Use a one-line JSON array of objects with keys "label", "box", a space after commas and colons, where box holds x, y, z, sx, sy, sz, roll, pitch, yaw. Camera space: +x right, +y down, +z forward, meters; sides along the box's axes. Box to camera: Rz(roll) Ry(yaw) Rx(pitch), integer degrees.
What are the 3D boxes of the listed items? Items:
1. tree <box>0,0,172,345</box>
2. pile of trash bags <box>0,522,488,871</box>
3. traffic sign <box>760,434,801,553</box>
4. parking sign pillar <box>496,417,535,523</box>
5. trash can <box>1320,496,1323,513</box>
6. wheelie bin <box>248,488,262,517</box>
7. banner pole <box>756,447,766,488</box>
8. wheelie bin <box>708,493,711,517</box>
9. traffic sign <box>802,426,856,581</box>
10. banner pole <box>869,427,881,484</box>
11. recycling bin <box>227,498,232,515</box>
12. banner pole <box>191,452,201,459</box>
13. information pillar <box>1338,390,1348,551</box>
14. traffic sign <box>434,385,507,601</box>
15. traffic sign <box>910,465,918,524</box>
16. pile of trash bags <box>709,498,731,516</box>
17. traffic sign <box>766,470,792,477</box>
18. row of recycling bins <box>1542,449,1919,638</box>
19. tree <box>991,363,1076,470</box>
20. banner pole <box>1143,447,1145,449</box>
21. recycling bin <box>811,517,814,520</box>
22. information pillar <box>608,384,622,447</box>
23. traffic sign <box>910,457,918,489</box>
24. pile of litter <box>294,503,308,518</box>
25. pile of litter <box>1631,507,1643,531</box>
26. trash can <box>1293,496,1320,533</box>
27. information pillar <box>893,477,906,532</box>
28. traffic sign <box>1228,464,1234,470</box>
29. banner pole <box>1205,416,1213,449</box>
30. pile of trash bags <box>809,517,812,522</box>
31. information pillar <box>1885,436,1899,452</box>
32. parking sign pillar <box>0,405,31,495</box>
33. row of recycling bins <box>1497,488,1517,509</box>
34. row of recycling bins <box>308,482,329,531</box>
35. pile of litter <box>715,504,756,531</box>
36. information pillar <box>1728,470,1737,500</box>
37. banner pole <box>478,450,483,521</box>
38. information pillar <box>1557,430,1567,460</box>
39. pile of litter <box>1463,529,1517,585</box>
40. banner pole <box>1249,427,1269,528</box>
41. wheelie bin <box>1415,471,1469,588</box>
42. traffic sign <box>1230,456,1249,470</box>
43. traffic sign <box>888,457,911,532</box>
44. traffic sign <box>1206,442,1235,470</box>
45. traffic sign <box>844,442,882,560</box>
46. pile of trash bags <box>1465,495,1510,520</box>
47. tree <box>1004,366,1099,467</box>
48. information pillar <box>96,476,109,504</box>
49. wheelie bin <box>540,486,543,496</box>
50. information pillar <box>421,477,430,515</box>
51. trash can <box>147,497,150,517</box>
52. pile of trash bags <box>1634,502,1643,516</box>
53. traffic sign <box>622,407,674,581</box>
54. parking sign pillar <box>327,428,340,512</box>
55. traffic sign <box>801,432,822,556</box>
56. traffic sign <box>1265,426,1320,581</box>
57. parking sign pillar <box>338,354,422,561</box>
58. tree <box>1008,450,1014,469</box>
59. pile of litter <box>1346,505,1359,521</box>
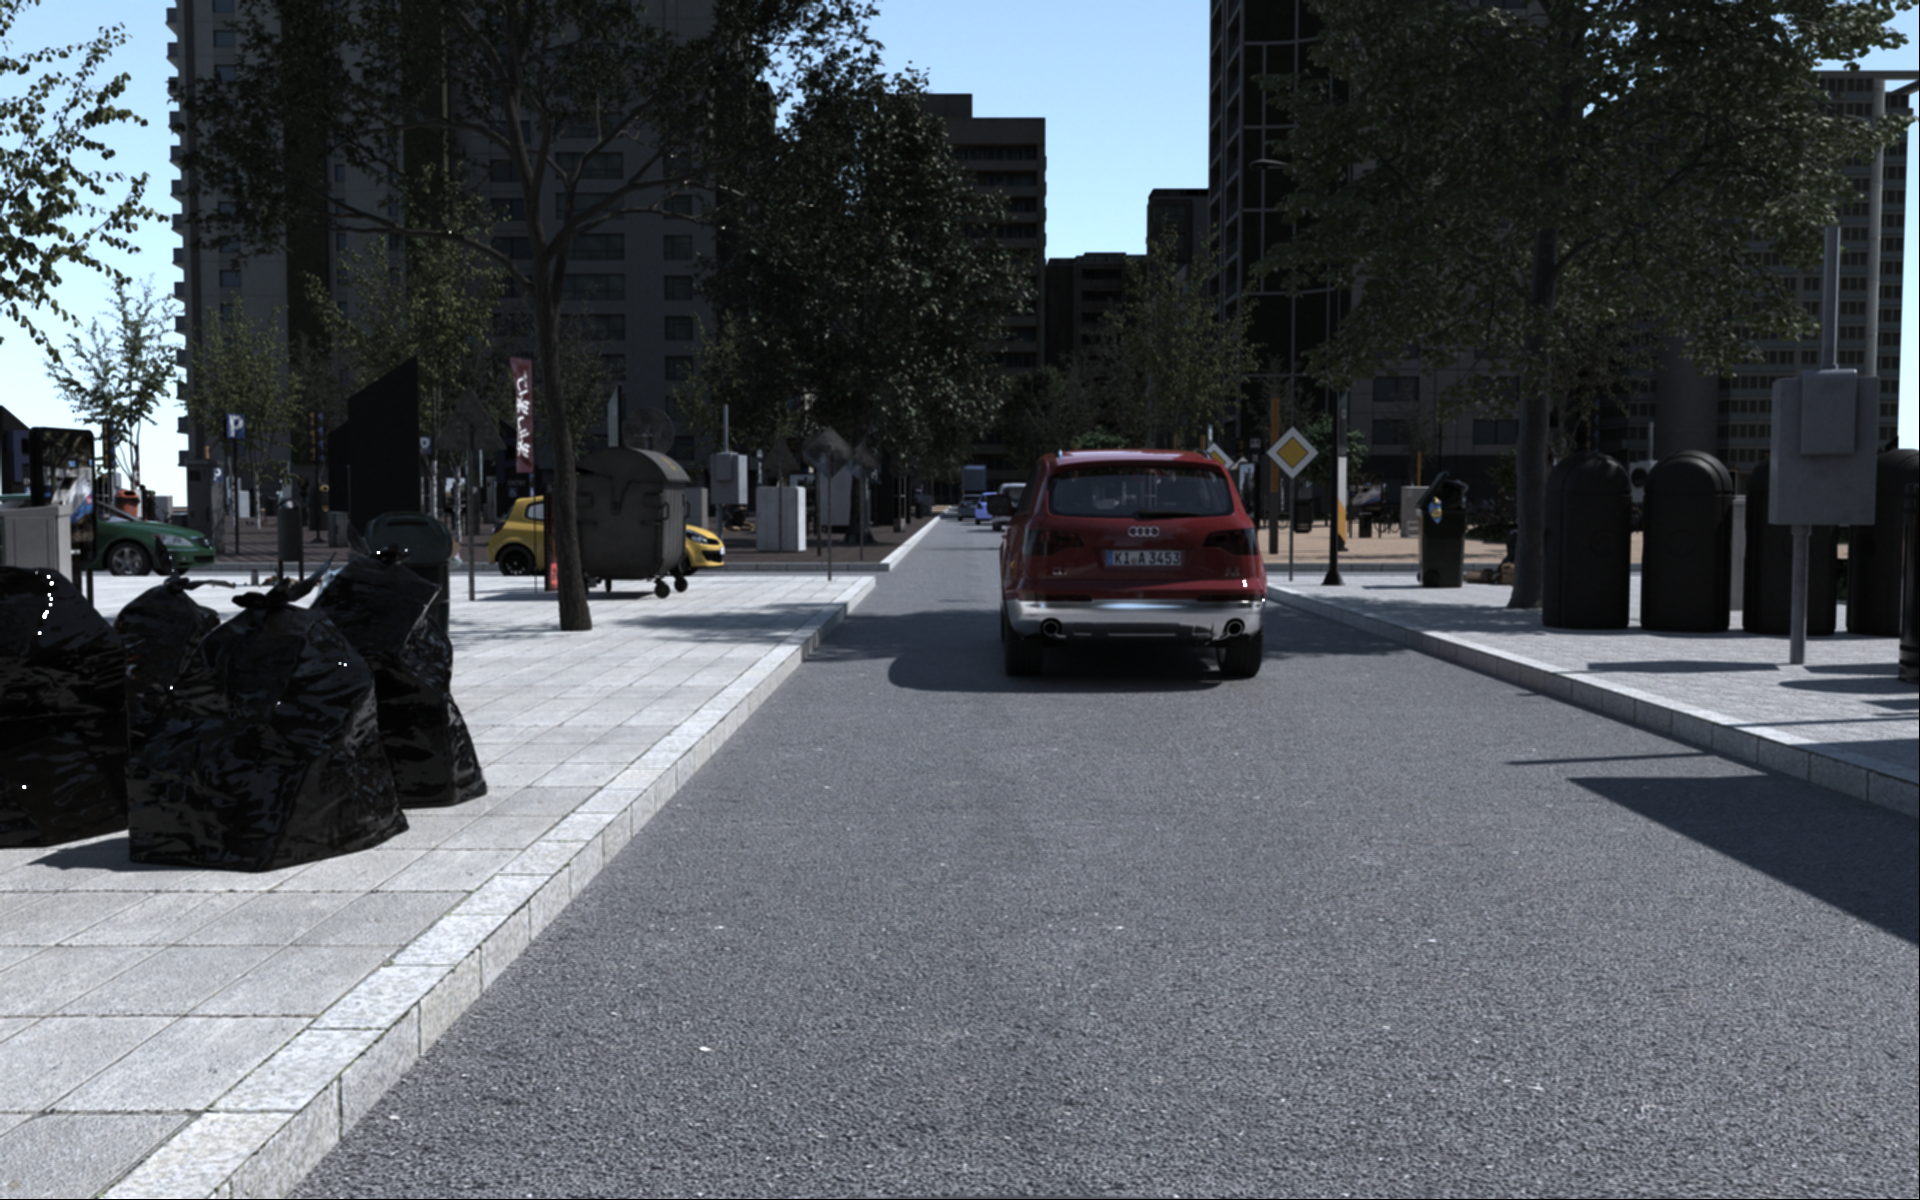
[{"label": "tree", "box": [-11.465, -4.238, 19.662, 4.737, 8.622, 4.395, 0, 3, 0]}, {"label": "pile of trash bags", "box": [-3.648, 0.161, 7.116, 3.447, 1.369, 1.912, 1, 4, 18]}, {"label": "traffic sign", "box": [-3.906, -2.304, 37.670, 0.884, 2.594, 0.081, 0, 4, 3]}, {"label": "parking sign pillar", "box": [-15.527, -4.404, 60.477, 1.447, 3.967, 1.447, 1, 4, 15]}, {"label": "trash can", "box": [21.708, -5.738, 105.471, 0.748, 1.137, 0.748, 0, 3, 0]}, {"label": "wheelie bin", "box": [-39.636, -5.466, 97.277, 0.693, 1.594, 0.980, 2, 4, 24]}, {"label": "banner pole", "box": [-9.353, -5.620, 81.901, 0.401, 3.779, 0.863, 2, 4, 33]}, {"label": "wheelie bin", "box": [-14.418, -5.464, 97.241, 0.980, 1.594, 0.693, -3, 4, -38]}, {"label": "traffic sign", "box": [-1.920, -1.337, 25.500, 0.795, 2.450, 0.064, 0, 4, 0]}, {"label": "banner pole", "box": [-2.832, -3.960, 54.758, 0.863, 3.779, 0.401, -2, 4, -35]}, {"label": "recycling bin", "box": [-44.449, -5.730, 106.236, 0.722, 1.027, 0.722, 1, 4, 17]}, {"label": "banner pole", "box": [-45.022, -6.856, 102.113, 0.401, 3.779, 0.863, 2, 4, 27]}, {"label": "information pillar", "box": [8.484, -2.895, 38.694, 0.183, 3.616, 0.504, 3, 5, 45]}, {"label": "traffic sign", "box": [-5.870, -1.269, 20.755, 0.884, 2.594, 0.081, 0, 4, 2]}, {"label": "traffic sign", "box": [-2.186, -4.588, 75.127, 0.768, 2.556, 0.104, 0, 4, 5]}, {"label": "pile of trash bags", "box": [-15.328, -5.990, 107.683, 3.447, 1.369, 1.912, -3, 5, -43]}, {"label": "traffic sign", "box": [-5.714, -3.364, 54.997, 0.884, 2.594, 0.081, 0, 4, 1]}, {"label": "row of recycling bins", "box": [7.323, -0.557, 16.226, 3.534, 1.692, 1.069, 1, 4, 20]}, {"label": "tree", "box": [5.922, -12.921, 137.021, 9.928, 11.665, 9.643, 0, 3, 0]}, {"label": "banner pole", "box": [9.913, -6.214, 91.620, 0.863, 3.779, 0.401, -2, 4, -31]}, {"label": "recycling bin", "box": [-6.914, -4.454, 85.377, 0.722, 1.027, 0.722, 2, 4, 34]}, {"label": "information pillar", "box": [-7.372, -2.797, 37.089, 0.183, 3.616, 0.504, -3, 4, -38]}, {"label": "traffic sign", "box": [-3.329, -5.981, 91.658, 2.265, 3.308, 0.079, 0, 4, 3]}, {"label": "pile of litter", "box": [-33.610, -4.510, 87.703, 1.719, 0.858, 1.176, 0, 4, -2]}, {"label": "pile of litter", "box": [23.075, -2.801, 59.767, 1.719, 0.858, 1.176, 0, 4, 6]}, {"label": "trash can", "box": [11.291, -2.781, 57.118, 0.748, 1.137, 0.748, 0, 3, 0]}, {"label": "information pillar", "box": [-2.039, -3.291, 58.306, 0.304, 2.012, 0.304, -3, 5, -41]}, {"label": "traffic sign", "box": [8.905, -3.410, 57.878, 0.606, 2.300, 0.079, 0, 4, 5]}, {"label": "banner pole", "box": [7.876, -3.966, 54.861, 0.401, 3.779, 0.863, 2, 4, 24]}, {"label": "pile of trash bags", "box": [-6.757, -4.269, 79.555, 1.912, 1.369, 3.447, 0, 4, 0]}, {"label": "information pillar", "box": [37.178, -4.758, 69.153, 0.504, 3.616, 0.183, 2, 4, 27]}, {"label": "parking sign pillar", "box": [-28.729, -3.955, 53.130, 1.447, 3.967, 1.447, 1, 4, 19]}, {"label": "row of recycling bins", "box": [32.233, -5.764, 101.359, 1.069, 1.692, 3.534, 0, 4, 4]}, {"label": "row of recycling bins", "box": [-21.214, -3.315, 61.313, 3.534, 1.692, 1.069, -1, 4, -15]}, {"label": "pile of litter", "box": [-7.676, -2.842, 60.428, 1.719, 0.858, 1.176, 1, 4, 17]}, {"label": "information pillar", "box": [23.792, -3.002, 53.579, 0.304, 2.012, 0.304, 0, 4, 0]}, {"label": "banner pole", "box": [-22.563, -5.595, 81.492, 0.401, 3.779, 0.863, -2, 4, -30]}, {"label": "information pillar", "box": [21.944, -4.399, 63.272, 0.504, 3.616, 0.183, -2, 4, -34]}, {"label": "pile of litter", "box": [7.846, -0.666, 24.856, 1.176, 0.858, 1.719, 0, 4, 6]}, {"label": "banner pole", "box": [11.250, -4.594, 65.131, 0.863, 3.779, 0.401, 1, 4, 20]}, {"label": "wheelie bin", "box": [6.681, -0.984, 23.990, 0.693, 1.594, 0.980, 1, 4, 8]}, {"label": "traffic sign", "box": [8.580, -3.144, 52.586, 0.795, 2.450, 0.064, 0, 4, 4]}, {"label": "traffic sign", "box": [-2.019, -3.531, 57.834, 0.768, 2.556, 0.104, 1, 4, 9]}, {"label": "traffic sign", "box": [4.893, -1.823, 33.449, 0.795, 2.450, 0.064, 0, 4, 0]}, {"label": "traffic sign", "box": [-1.902, -1.825, 33.485, 0.795, 2.450, 0.064, 0, 4, 0]}, {"label": "pile of trash bags", "box": [25.708, -4.461, 82.695, 3.447, 1.369, 1.912, 0, 4, -6]}, {"label": "tree", "box": [6.105, -11.679, 125.369, 8.767, 10.594, 7.601, -1, 4, -22]}, {"label": "information pillar", "box": [-35.183, -4.077, 71.147, 0.304, 2.012, 0.304, 1, 4, 18]}, {"label": "wheelie bin", "box": [-16.082, -3.676, 68.012, 0.980, 1.594, 0.693, -2, 4, -26]}, {"label": "information pillar", "box": [-22.945, -4.278, 74.432, 0.304, 2.012, 0.304, -2, 4, -30]}, {"label": "trash can", "box": [-38.780, -4.327, 82.406, 0.748, 1.137, 0.748, 0, 3, 0]}, {"label": "pile of trash bags", "box": [30.993, -4.107, 76.896, 1.912, 1.369, 3.447, 1, 4, 12]}, {"label": "traffic sign", "box": [-4.568, -1.546, 25.381, 0.768, 2.556, 0.104, 0, 4, 2]}, {"label": "parking sign pillar", "box": [-18.536, -3.931, 52.742, 1.447, 3.967, 1.447, -1, 4, -15]}, {"label": "traffic sign", "box": [-2.904, -2.176, 35.676, 0.768, 2.556, 0.104, 1, 4, 8]}, {"label": "traffic sign", "box": [4.874, -1.335, 25.464, 0.795, 2.450, 0.064, 0, 4, 0]}, {"label": "parking sign pillar", "box": [-11.091, -2.748, 33.407, 1.447, 3.967, 1.447, -1, 4, -15]}, {"label": "tree", "box": [6.830, -12.604, 156.432, 4.360, 8.622, 3.978, 0, 3, 0]}, {"label": "pile of litter", "box": [19.014, -4.309, 84.425, 1.176, 0.858, 1.719, 1, 4, 13]}]
